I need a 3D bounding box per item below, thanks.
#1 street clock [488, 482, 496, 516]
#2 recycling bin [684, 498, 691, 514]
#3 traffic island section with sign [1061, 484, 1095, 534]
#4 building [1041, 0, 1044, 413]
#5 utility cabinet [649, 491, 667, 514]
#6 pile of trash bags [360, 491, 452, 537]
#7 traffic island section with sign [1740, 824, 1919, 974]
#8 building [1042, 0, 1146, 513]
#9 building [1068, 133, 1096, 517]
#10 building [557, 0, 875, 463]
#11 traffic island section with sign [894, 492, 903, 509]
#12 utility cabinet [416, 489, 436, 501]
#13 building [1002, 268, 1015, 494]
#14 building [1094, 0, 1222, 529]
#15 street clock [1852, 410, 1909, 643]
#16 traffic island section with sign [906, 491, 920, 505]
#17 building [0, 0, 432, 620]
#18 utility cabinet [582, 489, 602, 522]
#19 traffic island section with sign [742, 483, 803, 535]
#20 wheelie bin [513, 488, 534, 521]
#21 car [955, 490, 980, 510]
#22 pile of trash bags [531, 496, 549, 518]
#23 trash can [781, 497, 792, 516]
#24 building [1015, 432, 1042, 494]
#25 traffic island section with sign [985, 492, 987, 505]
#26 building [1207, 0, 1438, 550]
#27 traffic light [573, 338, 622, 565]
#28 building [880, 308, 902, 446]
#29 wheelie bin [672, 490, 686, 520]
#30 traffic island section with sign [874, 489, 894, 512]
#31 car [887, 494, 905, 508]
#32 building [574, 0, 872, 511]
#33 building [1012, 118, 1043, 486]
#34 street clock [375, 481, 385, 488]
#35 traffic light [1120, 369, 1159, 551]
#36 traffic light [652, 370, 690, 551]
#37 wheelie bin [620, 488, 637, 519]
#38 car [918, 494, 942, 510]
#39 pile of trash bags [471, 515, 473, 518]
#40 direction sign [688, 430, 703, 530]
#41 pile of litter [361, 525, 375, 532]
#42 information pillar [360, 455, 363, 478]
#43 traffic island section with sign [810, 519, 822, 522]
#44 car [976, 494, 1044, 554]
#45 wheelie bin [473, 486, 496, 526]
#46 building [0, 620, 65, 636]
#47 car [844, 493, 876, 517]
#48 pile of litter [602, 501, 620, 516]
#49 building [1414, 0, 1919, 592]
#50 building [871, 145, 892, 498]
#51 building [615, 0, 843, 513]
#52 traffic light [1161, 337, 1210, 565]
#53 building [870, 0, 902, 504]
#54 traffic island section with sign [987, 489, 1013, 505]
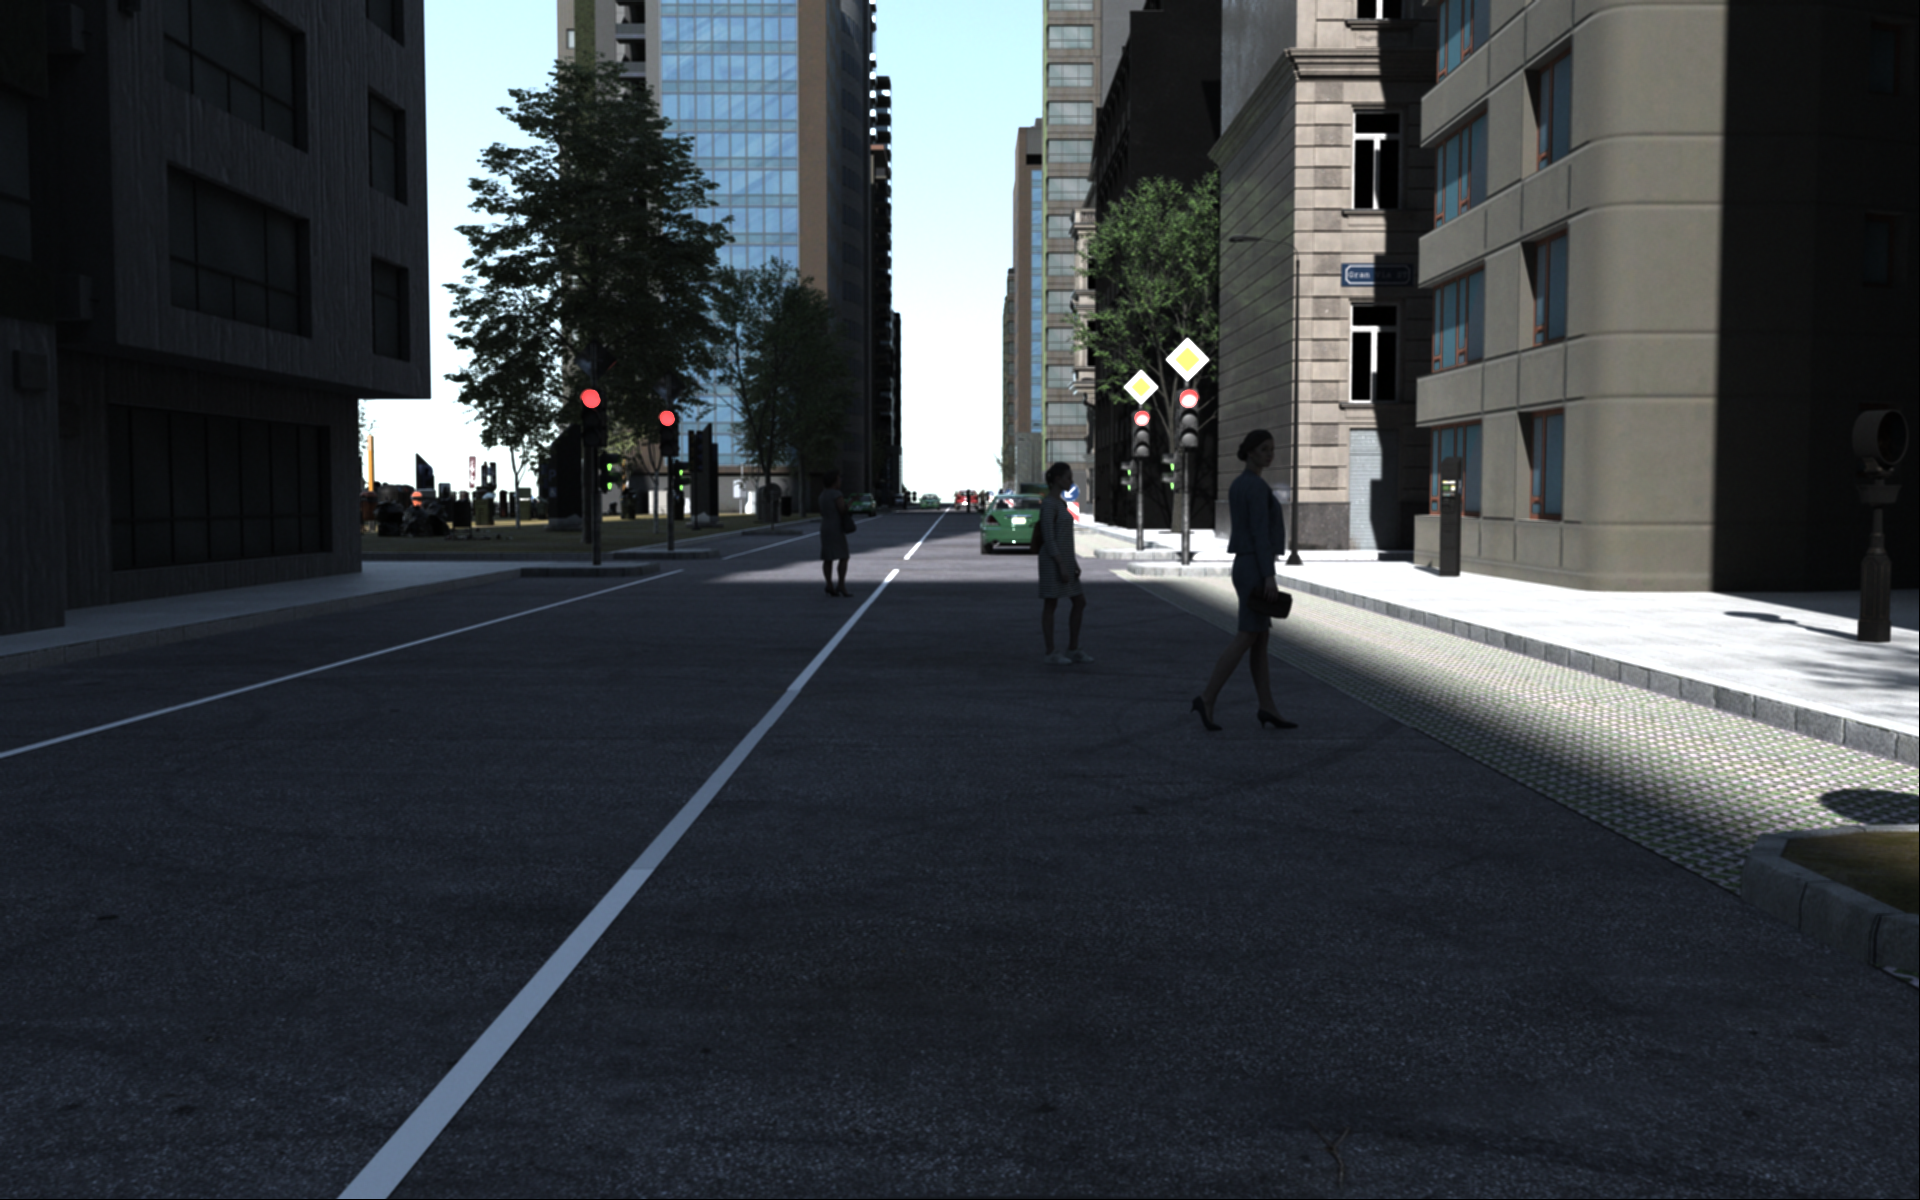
[{"bbox_3d":[-27.397,-5.934,101.594,0.471,2.002,0.358,-1,4,-11],"label":"street clock"},{"bbox_3d":[-17.670,-6.021,110.990,0.722,1.027,0.722,-1,4,-17],"label":"recycling bin"},{"bbox_3d":[3.794,-3.274,62.155,1.989,1.847,2.006,0,3,0],"label":"traffic island section with sign"},{"bbox_3d":[20.823,-33.953,144.370,28.713,52.752,27.495,0,3,0],"label":"building"},{"bbox_3d":[-19.092,-6.165,109.477,1.173,1.500,0.318,-3,5,-43],"label":"utility cabinet"},{"bbox_3d":[-17.252,-2.659,53.223,3.447,1.369,1.912,2,4,32],"label":"pile of trash bags"},{"bbox_3d":[3.759,0.182,5.657,1.989,1.847,2.006,0,3,0],"label":"traffic island section with sign"},{"bbox_3d":[12.880,-26.927,123.857,14.154,41.232,14.086,0,3,0],"label":"building"},{"bbox_3d":[13.348,-16.947,96.166,14.460,24.649,34.723,0,3,0],"label":"building"},{"bbox_3d":[-23.307,-35.618,171.588,28.713,52.752,27.495,0,3,0],"label":"building"},{"bbox_3d":[-6.516,-9.646,166.338,1.989,1.847,2.006,0,3,0],"label":"traffic island section with sign"},{"bbox_3d":[-25.563,-4.544,82.970,0.318,1.500,1.173,1,4,20],"label":"utility cabinet"},{"bbox_3d":[12.917,-27.525,221.736,14.160,30.474,14.107,0,3,0],"label":"building"},{"bbox_3d":[12.260,-14.715,70.261,12.332,23.373,15.834,0,3,0],"label":"building"},{"bbox_3d":[7.944,-0.638,14.994,0.471,2.002,0.358,-2,4,-30],"label":"street clock"},{"bbox_3d":[-6.482,-12.992,221.048,1.989,1.847,2.006,0,3,0],"label":"traffic island section with sign"},{"bbox_3d":[-15.828,-15.459,24.459,14.107,30.474,14.160,0,3,0],"label":"building"},{"bbox_3d":[-16.556,-4.190,77.188,1.173,1.500,0.318,0,4,-7],"label":"utility cabinet"},{"bbox_3d":[-6.578,-3.201,60.966,1.989,1.847,2.006,0,3,0],"label":"traffic island section with sign"},{"bbox_3d":[-21.140,-4.651,83.956,0.980,1.594,0.693,-1,4,-13],"label":"wheelie bin"},{"bbox_3d":[0.654,-8.811,152.725,2.281,1.827,5.304,0,4,0],"label":"car"},{"bbox_3d":[-23.385,-5.559,100.638,1.912,1.369,3.447,-3,4,-38],"label":"pile of trash bags"},{"bbox_3d":[-10.103,-5.444,100.654,0.748,1.137,0.748,0,3,0],"label":"trash can"},{"bbox_3d":[17.220,-52.632,173.206,22.319,86.520,31.000,0,3,0],"label":"building"},{"bbox_3d":[3.897,-13.045,221.913,1.989,1.847,2.006,0,3,0],"label":"traffic island section with sign"},{"bbox_3d":[19.599,-15.104,44.209,25.104,27.353,12.463,0,3,0],"label":"building"},{"bbox_3d":[-6.552,-2.586,31.202,0.839,4.253,0.868,0,3,0],"label":"traffic light"},{"bbox_3d":[-16.219,-30.182,265.179,14.160,30.474,14.107,0,3,0],"label":"building"},{"bbox_3d":[-13.967,-4.746,85.497,0.693,1.594,0.980,-3,4,-37],"label":"wheelie bin"},{"bbox_3d":[-6.536,-7.977,139.051,1.989,1.847,2.006,0,3,0],"label":"traffic island section with sign"},{"bbox_3d":[-6.301,-9.880,173.542,2.014,1.417,4.499,0,3,0],"label":"car"},{"bbox_3d":[-18.602,-36.772,143.219,21.231,58.520,28.212,0,3,0],"label":"building"},{"bbox_3d":[13.613,-34.052,206.868,14.600,45.320,14.200,0,3,0],"label":"building"},{"bbox_3d":[-32.794,-5.680,97.434,0.471,2.002,0.358,-1,4,-12],"label":"street clock"},{"bbox_3d":[4.064,-3.075,39.197,0.839,4.253,0.868,0,3,0],"label":"traffic light"},{"bbox_3d":[-6.547,-3.074,39.187,0.839,4.253,0.868,0,3,0],"label":"traffic light"},{"bbox_3d":[-16.770,-4.887,87.804,0.693,1.594,0.980,2,4,25],"label":"wheelie bin"},{"bbox_3d":[-2.711,-8.837,156.280,2.131,1.459,4.920,0,4,-1],"label":"car"},{"bbox_3d":[-27.373,-5.015,91.749,3.447,1.369,1.912,3,5,42],"label":"pile of trash bags"},{"bbox_3d":[-9.420,-4.266,61.739,0.379,3.537,0.876,2,4,24],"label":"direction sign"},{"bbox_3d":[-20.544,-2.722,58.467,1.719,0.858,1.176,2,4,34],"label":"pile of litter"},{"bbox_3d":[-35.970,-6.869,103.665,0.183,3.616,0.504,3,4,37],"label":"information pillar"},{"bbox_3d":[-6.560,-4.871,88.275,1.989,1.847,2.006,0,3,0],"label":"traffic island section with sign"},{"bbox_3d":[1.447,-1.881,42.558,2.131,1.459,4.920,0,4,2],"label":"car"},{"bbox_3d":[-19.227,-3.799,70.028,0.980,1.594,0.693,0,4,7],"label":"wheelie bin"},{"bbox_3d":[-15.689,-14.513,8.994,14.160,30.474,14.107,0,3,0],"label":"building"},{"bbox_3d":[-6.244,-6.104,108.599,1.959,1.807,4.718,0,4,1],"label":"car"},{"bbox_3d":[-20.974,-5.491,103.742,1.176,0.858,1.719,-2,4,-26],"label":"pile of litter"},{"bbox_3d":[22.101,-10.489,16.534,27.650,21.520,28.899,0,3,0],"label":"building"},{"bbox_3d":[-19.807,-34.112,212.355,22.147,44.769,28.867,0,3,0],"label":"building"},{"bbox_3d":[-15.765,-28.889,122.453,14.600,45.320,14.200,0,3,0],"label":"building"},{"bbox_3d":[4.060,-2.587,31.212,0.839,4.253,0.868,0,3,0],"label":"traffic light"},{"bbox_3d":[-19.087,-56.776,240.958,22.319,86.520,31.000,0,3,0],"label":"building"},{"bbox_3d":[3.854,-9.645,166.322,1.989,1.847,2.006,0,3,0],"label":"traffic island section with sign"}]
